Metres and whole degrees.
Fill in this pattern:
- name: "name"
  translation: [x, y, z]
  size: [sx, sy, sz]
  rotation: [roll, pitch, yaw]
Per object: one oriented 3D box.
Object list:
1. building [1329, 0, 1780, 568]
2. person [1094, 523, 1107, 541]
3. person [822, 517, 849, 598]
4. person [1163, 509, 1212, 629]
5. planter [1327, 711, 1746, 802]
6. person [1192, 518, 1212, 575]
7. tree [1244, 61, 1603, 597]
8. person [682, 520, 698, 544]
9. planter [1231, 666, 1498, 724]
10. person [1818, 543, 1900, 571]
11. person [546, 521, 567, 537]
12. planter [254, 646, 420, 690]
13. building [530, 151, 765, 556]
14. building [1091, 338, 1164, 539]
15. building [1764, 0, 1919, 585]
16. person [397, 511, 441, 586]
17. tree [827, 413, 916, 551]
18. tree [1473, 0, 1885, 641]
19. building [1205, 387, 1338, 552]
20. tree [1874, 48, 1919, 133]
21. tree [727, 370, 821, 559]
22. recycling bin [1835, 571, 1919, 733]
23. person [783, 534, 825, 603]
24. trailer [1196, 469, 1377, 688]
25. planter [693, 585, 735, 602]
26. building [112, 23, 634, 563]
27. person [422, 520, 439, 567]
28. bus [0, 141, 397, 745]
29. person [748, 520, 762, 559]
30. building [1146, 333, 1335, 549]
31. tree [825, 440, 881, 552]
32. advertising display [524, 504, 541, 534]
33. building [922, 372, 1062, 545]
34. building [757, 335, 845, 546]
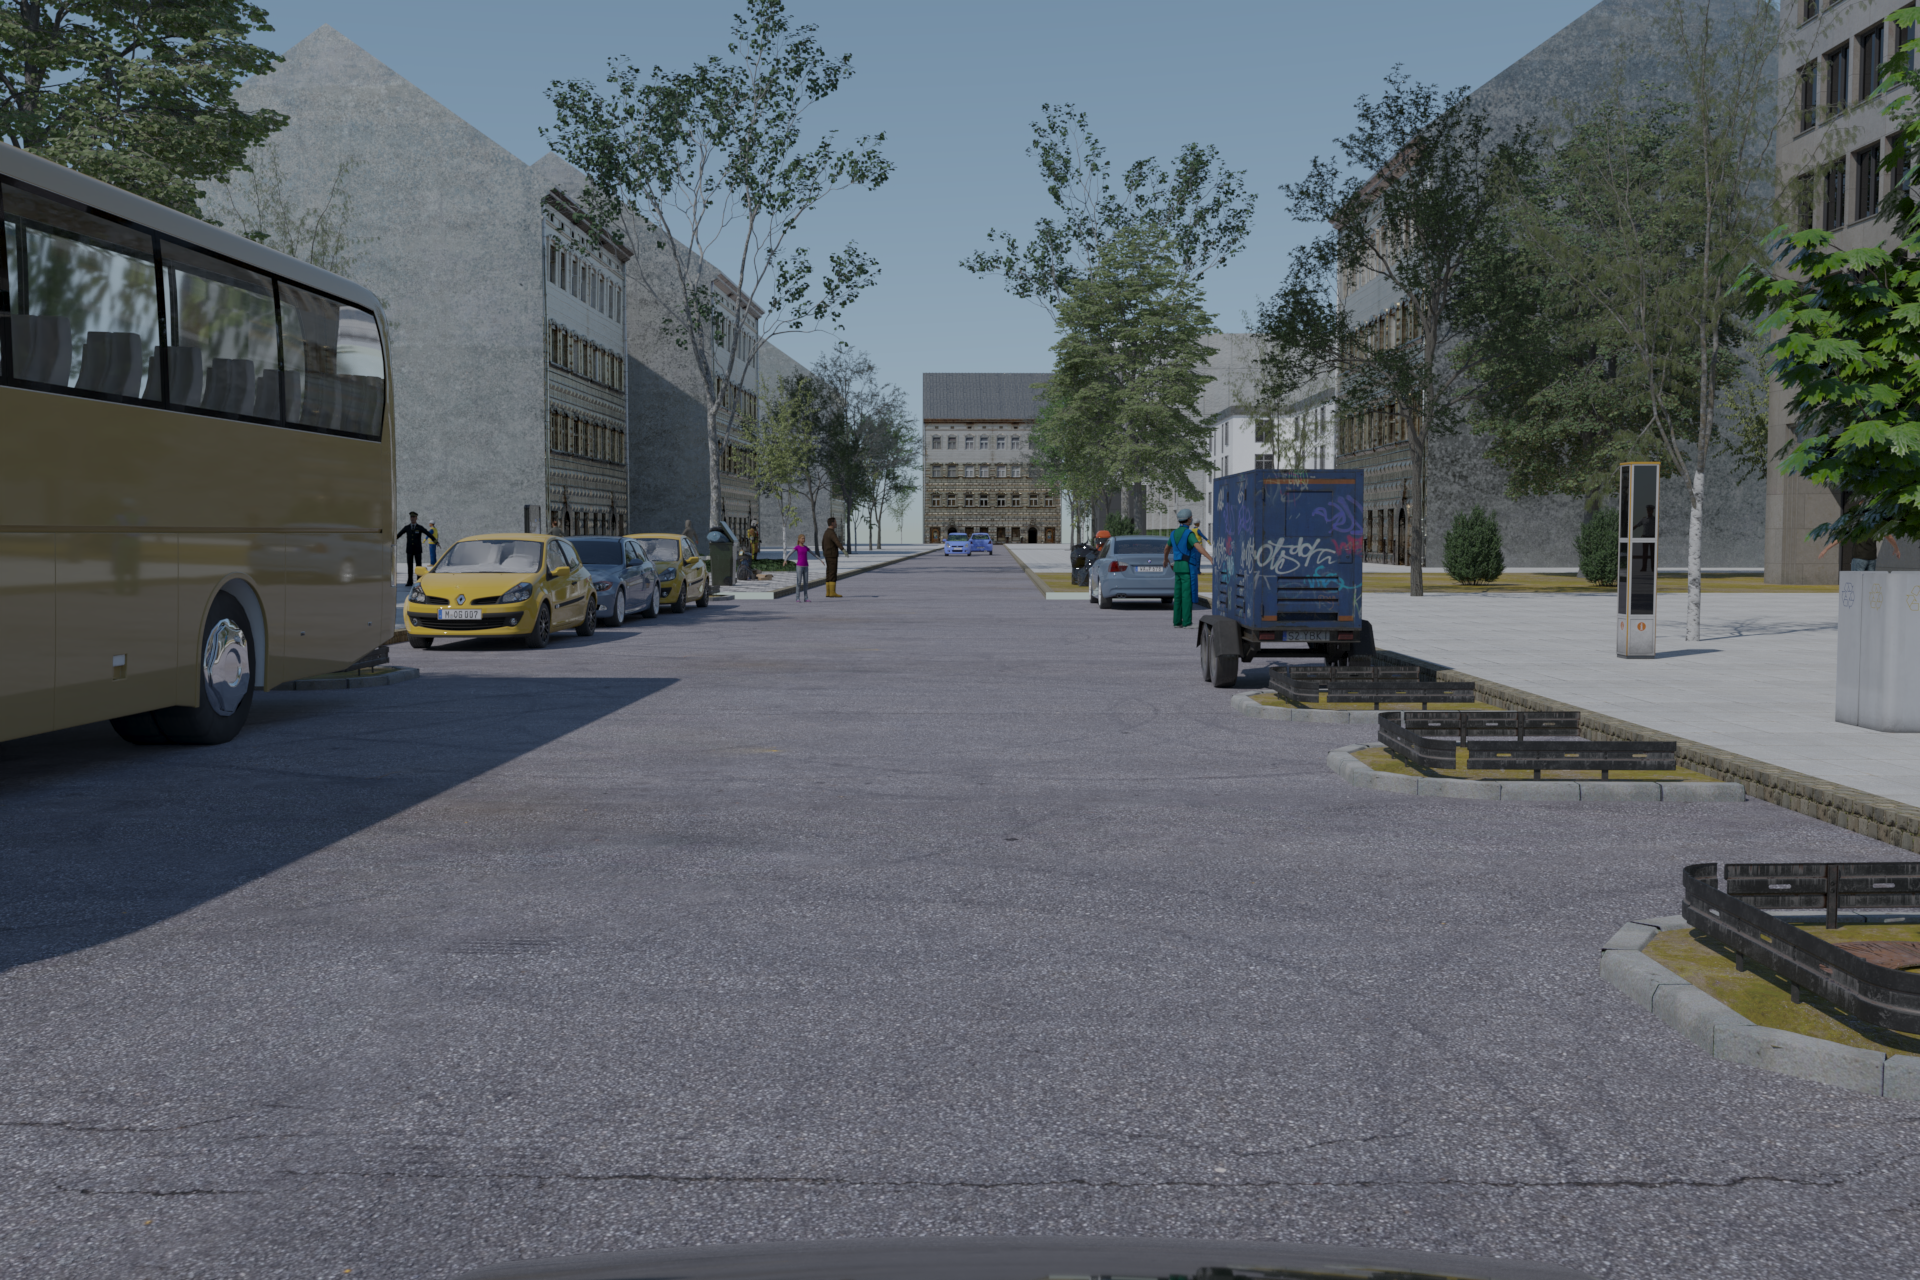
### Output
- name: "building"
  translation: [27.140, -14.873, 74.099]
  size: [19.493, 23.208, 18.063]
  rotation: [0, 4, 1]
- name: "person"
  translation: [6.218, -4.059, 73.173]
  size: [1.217, 1.733, 0.721]
  rotation: [0, 4, 6]
- name: "person"
  translation: [-2.869, -1.868, 39.138]
  size: [0.704, 1.812, 1.346]
  rotation: [-2, 4, -27]
- name: "person"
  translation: [3.441, -1.084, 26.310]
  size: [0.704, 1.817, 1.347]
  rotation: [-2, 4, -28]
- name: "planter"
  translation: [3.246, 0.664, 10.289]
  size: [1.991, 0.319, 1.994]
  rotation: [0, 4, 2]
- name: "person"
  translation: [7.492, -2.923, 54.261]
  size: [0.721, 1.772, 1.216]
  rotation: [-2, 4, -26]
- name: "tree"
  translation: [9.093, -6.166, 35.220]
  size: [7.601, 10.594, 8.767]
  rotation: [-2, 4, -27]
- name: "person"
  translation: [-10.179, -3.590, 64.818]
  size: [0.705, 1.813, 1.348]
  rotation: [2, 4, 29]
- name: "planter"
  translation: [3.251, 0.432, 14.072]
  size: [1.991, 0.319, 1.994]
  rotation: [0, 4, 0]
- name: "person"
  translation: [13.843, -1.244, 26.558]
  size: [1.348, 1.803, 0.705]
  rotation: [0, 4, -8]
- name: "person"
  translation: [-16.380, -3.900, 70.038]
  size: [1.348, 1.796, 0.705]
  rotation: [-3, 4, -38]
- name: "planter"
  translation: [-6.408, 0.262, 16.857]
  size: [1.991, 0.319, 1.994]
  rotation: [0, 4, 1]
- name: "building"
  translation: [-23.202, -17.009, 109.023]
  size: [19.493, 23.208, 18.063]
  rotation: [0, 4, 2]
- name: "building"
  translation: [28.704, -21.546, 196.252]
  size: [27.936, 21.610, 32.646]
  rotation: [0, 4, 1]
- name: "building"
  translation: [29.772, -13.631, 25.028]
  size: [24.374, 26.755, 37.873]
  rotation: [0, 4, 1]
- name: "person"
  translation: [-13.385, -2.233, 42.451]
  size: [1.347, 1.837, 0.705]
  rotation: [0, 4, -5]
- name: "tree"
  translation: [-7.189, -12.236, 134.467]
  size: [8.767, 10.594, 7.601]
  rotation: [3, 4, 38]
- name: "tree"
  translation: [8.909, -4.278, 20.308]
  size: [4.360, 8.622, 3.978]
  rotation: [0, 3, 0]
- name: "building"
  translation: [22.227, -10.459, 113.157]
  size: [9.099, 9.664, 28.070]
  rotation: [0, 4, 1]
- name: "tree"
  translation: [9.469, -5.279, 12.072]
  size: [9.928, 11.665, 9.643]
  rotation: [0, 3, 0]
- name: "tree"
  translation: [-7.991, -7.751, 77.093]
  size: [4.737, 8.622, 4.395]
  rotation: [0, 3, 0]
- name: "recycling bin"
  translation: [6.337, 0.065, 11.490]
  size: [0.722, 1.027, 0.722]
  rotation: [0, 4, 1]
- name: "person"
  translation: [-3.273, -1.501, 36.271]
  size: [0.991, 1.433, 0.599]
  rotation: [-2, 4, -34]
- name: "trailer"
  translation: [3.079, -0.619, 17.167]
  size: [1.471, 1.999, 3.904]
  rotation: [0, 4, 0]
- name: "planter"
  translation: [-5.972, -1.016, 37.745]
  size: [1.991, 0.319, 1.994]
  rotation: [0, 4, 2]
- name: "building"
  translation: [-27.217, -15.486, 84.129]
  size: [19.493, 23.208, 18.063]
  rotation: [0, 4, 0]
- name: "person"
  translation: [-20.805, -3.808, 68.233]
  size: [0.705, 1.833, 1.349]
  rotation: [0, 4, 6]
- name: "bus"
  translation: [-6.235, -1.065, 8.963]
  size: [2.896, 3.916, 12.252]
  rotation: [0, 4, 1]
- name: "person"
  translation: [-8.541, -4.065, 72.225]
  size: [0.705, 1.858, 1.354]
  rotation: [1, 4, 8]
- name: "building"
  translation: [27.064, -18.019, 161.074]
  size: [16.747, 18.905, 31.486]
  rotation: [0, 4, 1]
- name: "tree"
  translation: [-7.273, -10.392, 120.267]
  size: [4.737, 8.622, 4.395]
  rotation: [0, 3, 0]
- name: "advertising display"
  translation: [-9.378, -2.008, 38.050]
  size: [0.123, 1.923, 0.974]
  rotation: [0, 4, 1]
- name: "building"
  translation: [3.998, -24.527, 234.402]
  size: [18.063, 23.208, 19.493]
  rotation: [0, 4, -2]
- name: "building"
  translation: [-22.614, -21.940, 189.654]
  size: [19.493, 23.208, 18.063]
  rotation: [0, 4, 1]
